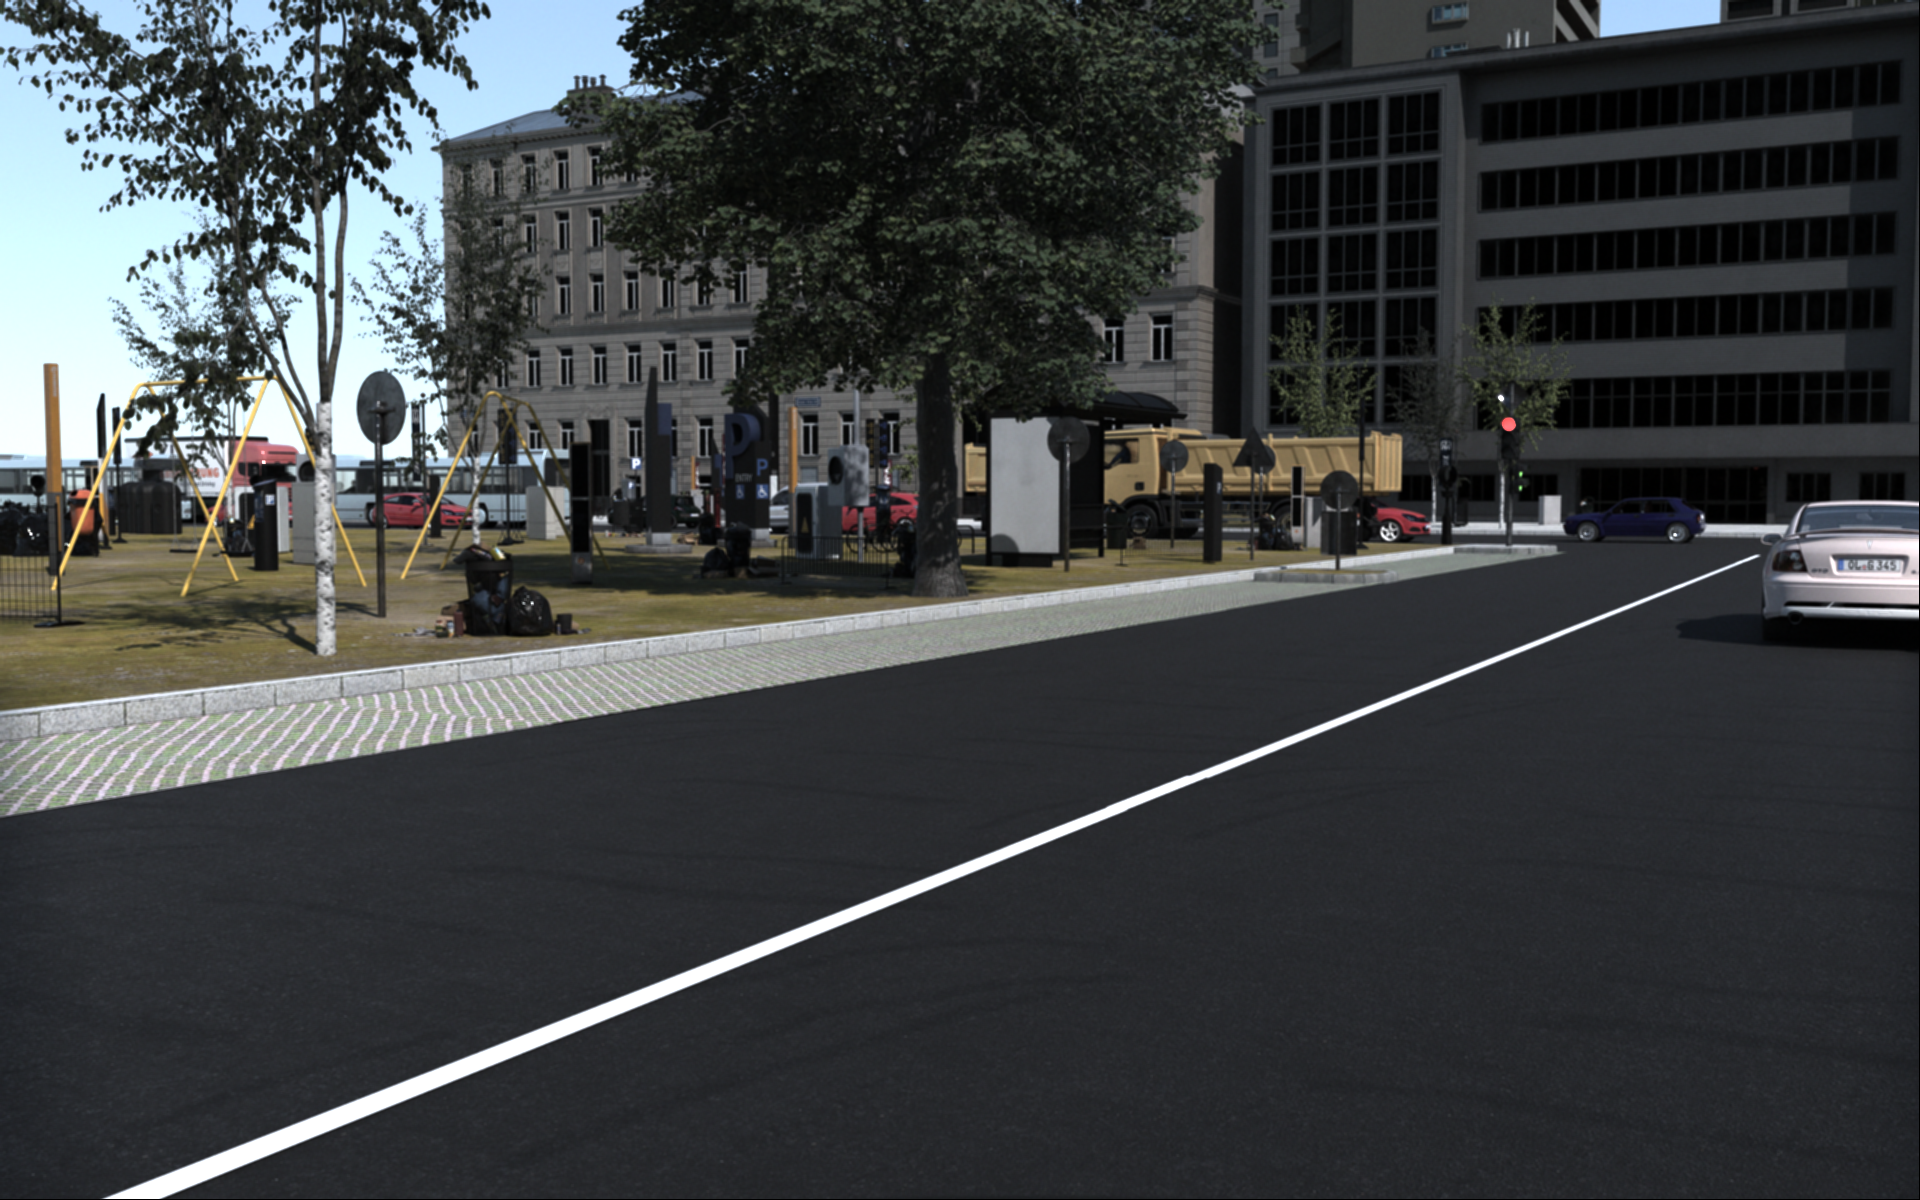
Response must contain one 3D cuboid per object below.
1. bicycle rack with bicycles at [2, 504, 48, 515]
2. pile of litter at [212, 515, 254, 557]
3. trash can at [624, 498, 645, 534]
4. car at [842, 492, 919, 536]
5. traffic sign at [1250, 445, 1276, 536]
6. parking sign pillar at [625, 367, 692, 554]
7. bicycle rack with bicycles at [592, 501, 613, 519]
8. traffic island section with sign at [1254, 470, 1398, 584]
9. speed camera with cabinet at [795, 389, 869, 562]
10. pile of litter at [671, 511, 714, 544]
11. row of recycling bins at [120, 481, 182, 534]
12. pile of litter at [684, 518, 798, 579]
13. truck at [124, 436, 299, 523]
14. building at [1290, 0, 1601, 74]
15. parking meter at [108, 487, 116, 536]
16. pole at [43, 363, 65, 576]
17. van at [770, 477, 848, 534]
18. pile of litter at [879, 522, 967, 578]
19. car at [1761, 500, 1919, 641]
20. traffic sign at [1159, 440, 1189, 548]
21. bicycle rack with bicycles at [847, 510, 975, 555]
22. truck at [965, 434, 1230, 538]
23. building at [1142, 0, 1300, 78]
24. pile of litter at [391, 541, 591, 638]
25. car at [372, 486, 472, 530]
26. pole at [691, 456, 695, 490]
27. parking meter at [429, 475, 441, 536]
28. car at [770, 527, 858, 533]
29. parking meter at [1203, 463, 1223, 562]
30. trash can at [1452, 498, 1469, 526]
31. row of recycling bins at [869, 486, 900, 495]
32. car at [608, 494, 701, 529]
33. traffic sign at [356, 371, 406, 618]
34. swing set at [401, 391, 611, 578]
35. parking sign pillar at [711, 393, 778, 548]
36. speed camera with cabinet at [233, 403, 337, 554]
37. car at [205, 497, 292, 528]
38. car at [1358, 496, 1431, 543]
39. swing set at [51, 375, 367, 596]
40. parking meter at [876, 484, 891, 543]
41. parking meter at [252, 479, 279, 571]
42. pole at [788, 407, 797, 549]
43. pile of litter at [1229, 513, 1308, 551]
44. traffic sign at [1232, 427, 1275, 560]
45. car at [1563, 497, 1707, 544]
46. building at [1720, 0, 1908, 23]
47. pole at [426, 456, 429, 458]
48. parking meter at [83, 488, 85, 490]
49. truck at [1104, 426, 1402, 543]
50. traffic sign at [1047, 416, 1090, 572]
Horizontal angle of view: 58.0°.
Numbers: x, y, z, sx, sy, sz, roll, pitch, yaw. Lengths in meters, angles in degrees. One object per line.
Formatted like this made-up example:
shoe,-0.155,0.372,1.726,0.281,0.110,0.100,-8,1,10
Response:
bicycle rack with bicycles,-33.594,-3.005,62.513,2.852,0.926,2.925,0,4,-2
pile of litter,-14.720,-1.325,35.629,1.176,0.858,1.719,-3,4,-36
trash can,-10.577,-2.722,56.163,0.748,1.137,0.748,0,3,0
car,-2.637,-2.941,57.125,4.494,1.783,2.155,2,4,27
traffic sign,7.774,-2.729,44.731,0.768,2.556,0.104,2,4,35
parking sign pillar,-6.533,-2.994,37.430,1.447,3.967,1.447,-1,4,-16
bicycle rack with bicycles,-17.309,-4.570,88.103,2.852,0.926,2.925,-3,4,-36
traffic island section with sign,6.116,-1.215,28.489,1.989,1.847,2.006,2,4,29
speed camera with cabinet,-2.482,-2.381,33.266,0.660,3.252,2.038,-2,4,-32
pile of litter,-6.664,-1.841,44.064,1.719,0.858,1.176,-3,5,-40
row of recycling bins,-26.353,-3.004,56.226,3.534,1.692,1.069,3,5,43
pile of litter,-3.301,-0.786,26.815,1.719,0.858,1.176,-1,4,-15
truck,-36.447,-5.882,85.084,11.283,4.237,2.839,2,4,31
building,39.319,-31.714,142.222,21.300,48.544,21.600,2,4,29
parking meter,-26.395,-2.769,53.690,0.372,1.533,0.369,0,3,0
pole,-14.191,-2.036,27.133,0.158,3.312,0.155,0,3,0
van,-5.756,-3.335,61.546,4.112,2.044,2.013,2,4,28
pile of litter,-0.589,-0.785,26.798,1.176,0.858,1.719,-2,4,-27
car,9.351,-0.333,17.813,2.083,1.381,4.827,2,4,28
traffic sign,5.038,-2.500,40.988,0.768,2.556,0.104,2,4,35
bicycle rack with bicycles,-1.089,-1.490,37.748,2.925,0.926,2.852,-2,4,-24
truck,4.944,-3.725,56.827,9.791,3.379,3.469,2,4,30
building,30.937,-45.731,185.959,20.611,71.187,20.563,2,4,29
pile of litter,-4.312,-0.120,15.930,1.719,0.858,1.176,1,4,12
car,-20.736,-3.552,67.122,4.494,1.783,2.155,2,4,29
pole,-14.399,-6.096,93.514,0.158,3.312,0.155,0,3,0
parking meter,-15.980,-2.876,52.741,0.255,1.863,0.399,0,4,-3
car,-5.415,-3.173,63.877,4.499,1.417,2.014,2,4,27
parking meter,4.820,-1.669,32.995,0.255,1.863,0.399,2,4,31
trash can,20.018,-3.527,69.318,0.748,1.137,0.748,0,3,0
row of recycling bins,-4.133,-4.967,88.316,1.069,1.692,3.534,2,4,27
car,-12.798,-3.845,72.645,4.222,1.686,2.009,2,4,28
traffic sign,-6.006,-1.089,17.918,0.768,2.556,0.104,2,4,33
swing set,-7.237,-1.854,27.936,2.862,2.851,3.119,0,4,-5
parking sign pillar,-5.125,-3.251,41.621,1.447,3.967,1.447,-3,5,-42
speed camera with cabinet,-14.561,-2.631,37.348,2.038,3.252,0.660,0,4,2
car,-29.641,-3.879,72.458,4.494,1.783,2.155,2,4,28
car,11.845,-2.624,51.942,4.494,1.783,2.155,2,4,30
swing set,-10.133,-1.586,23.544,3.119,2.851,2.862,2,4,32
parking meter,-2.012,-2.271,45.540,0.372,1.533,0.369,0,3,0
parking meter,-11.601,-1.255,28.934,0.372,1.533,0.369,0,3,0
pole,-3.922,-2.863,40.658,0.158,3.312,0.155,0,3,0
pile of litter,7.058,-1.570,39.634,1.719,0.858,1.176,2,4,35
traffic sign,5.671,-2.053,33.571,0.884,2.594,0.081,2,4,34
car,20.066,-2.383,51.536,3.894,1.354,1.945,2,4,30
building,108.524,-47.906,221.511,20.611,71.187,20.563,2,4,29
pole,-28.583,-6.063,92.974,0.158,3.312,0.155,0,3,0
parking meter,-33.758,-3.591,67.119,0.372,1.533,0.369,0,3,0
truck,7.648,-3.326,50.304,9.791,3.379,3.469,2,4,27
traffic sign,1.761,-1.735,28.480,0.768,2.556,0.104,2,4,29
